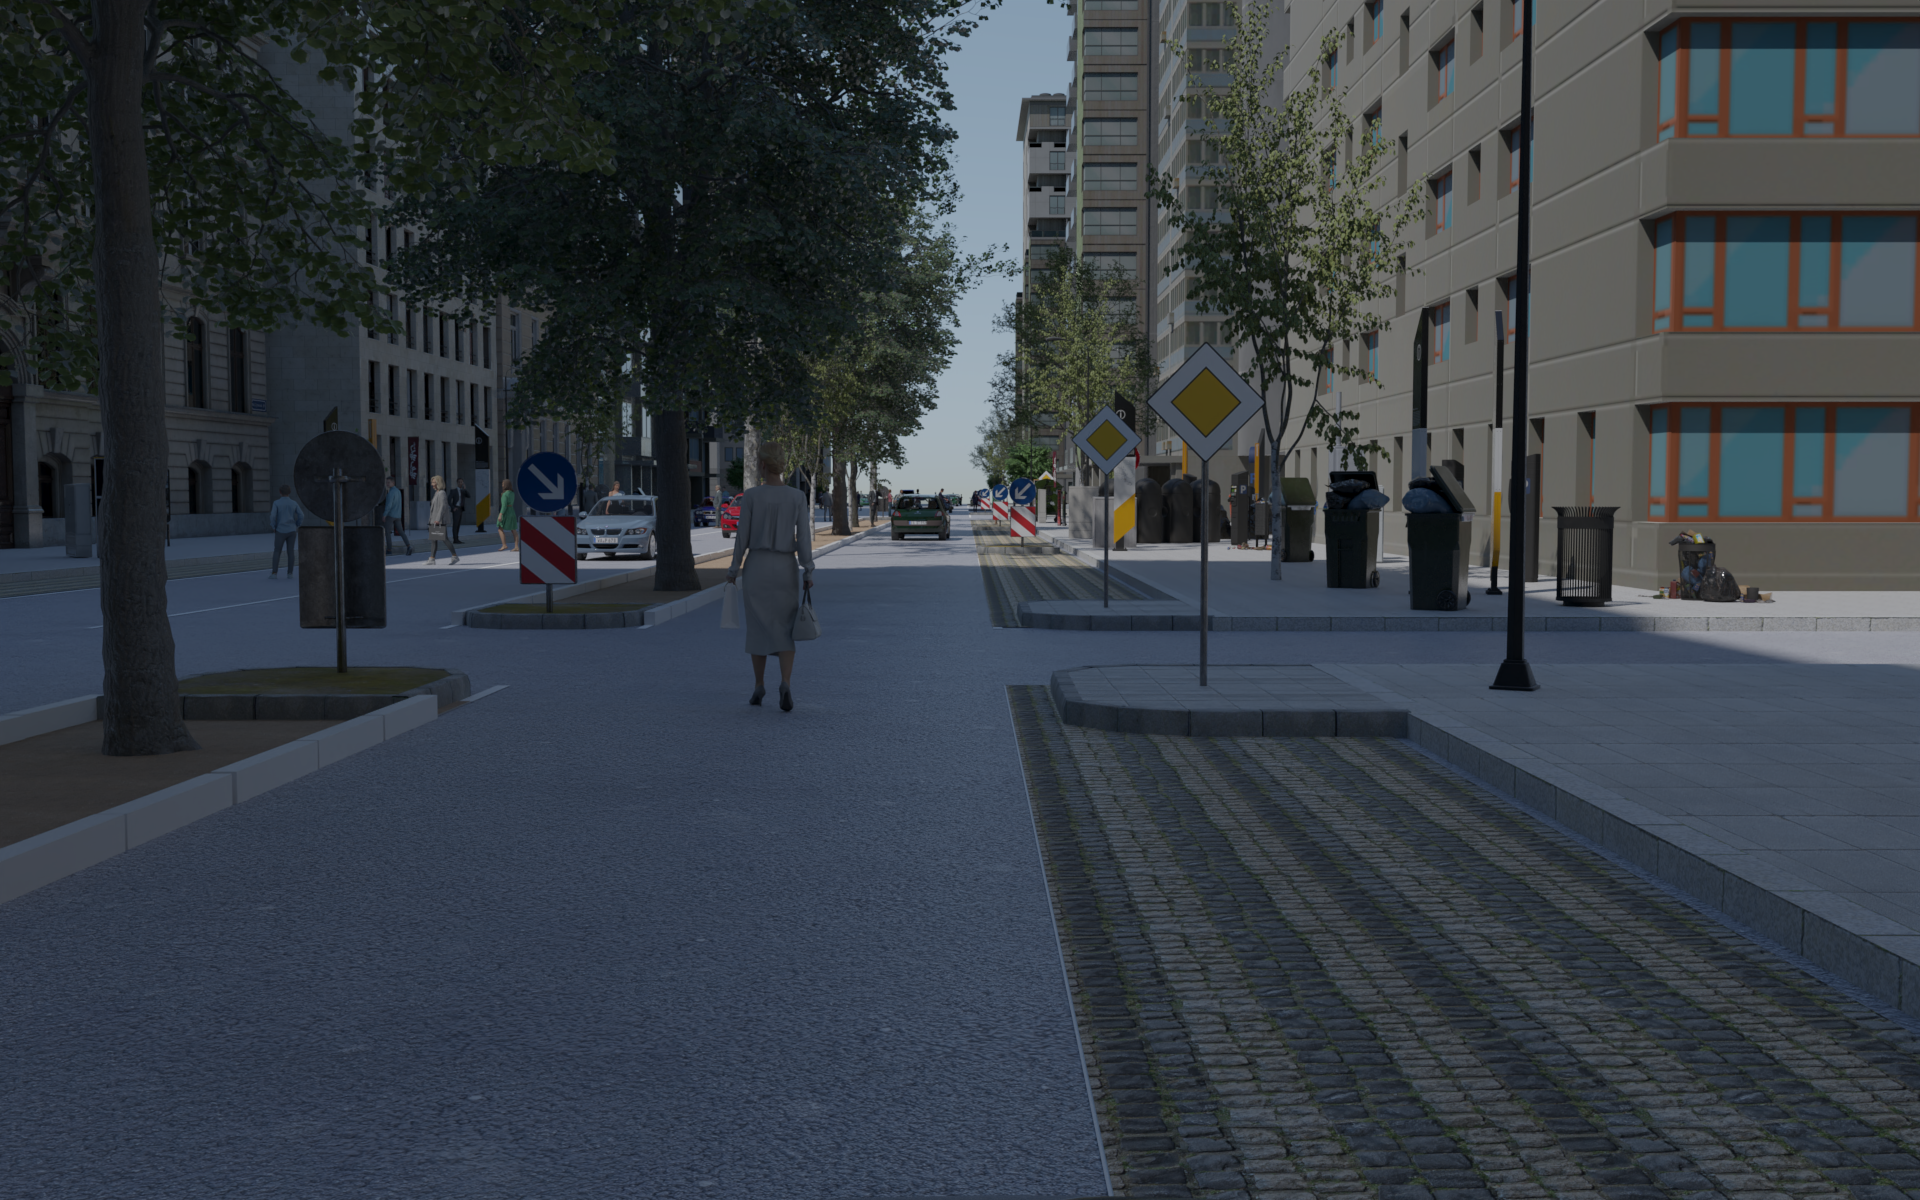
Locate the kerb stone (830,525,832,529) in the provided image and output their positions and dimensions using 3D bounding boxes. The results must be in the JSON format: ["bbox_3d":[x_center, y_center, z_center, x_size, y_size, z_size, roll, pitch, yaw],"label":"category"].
[{"bbox_3d":[-5.328,-2.897,69.569,0.120,0.150,1.000,0,4,0],"label":"kerb stone"}]

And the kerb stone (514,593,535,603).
[{"bbox_3d":[-5.473,0.049,21.398,0.120,0.150,1.000,0,4,0],"label":"kerb stone"}]

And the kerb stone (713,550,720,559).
[{"bbox_3d":[-5.425,-0.954,37.801,0.120,0.150,1.000,0,4,0],"label":"kerb stone"}]

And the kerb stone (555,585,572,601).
[{"bbox_3d":[-5.463,-0.073,23.458,0.120,0.150,1.000,0,4,0],"label":"kerb stone"}]

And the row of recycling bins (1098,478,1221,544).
[{"bbox_3d":[5.269,-2.334,45.272,3.534,1.692,1.069,-2,4,-25],"label":"row of recycling bins"}]

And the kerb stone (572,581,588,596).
[{"bbox_3d":[-5.466,-0.136,24.480,0.120,0.150,1.000,0,4,0],"label":"kerb stone"}]

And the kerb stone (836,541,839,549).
[{"bbox_3d":[-3.303,-1.390,44.965,0.120,0.150,1.000,0,4,0],"label":"kerb stone"}]

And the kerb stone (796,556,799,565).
[{"bbox_3d":[-3.325,-0.890,36.778,0.120,0.150,1.000,0,4,0],"label":"kerb stone"}]

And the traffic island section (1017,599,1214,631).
[{"bbox_3d":[1.670,0.165,19.586,2.009,0.180,2.903,0,4,0],"label":"traffic island section"}]

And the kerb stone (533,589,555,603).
[{"bbox_3d":[-5.463,-0.013,22.430,0.120,0.150,1.000,0,4,0],"label":"kerb stone"}]

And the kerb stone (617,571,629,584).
[{"bbox_3d":[-5.461,-0.328,27.555,0.120,0.150,1.000,0,4,0],"label":"kerb stone"}]

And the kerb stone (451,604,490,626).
[{"bbox_3d":[-5.473,0.174,19.345,0.120,0.150,1.000,0,4,0],"label":"kerb stone"}]

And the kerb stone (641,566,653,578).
[{"bbox_3d":[-5.446,-0.452,29.610,0.120,0.150,1.000,0,4,0],"label":"kerb stone"}]

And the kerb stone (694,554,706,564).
[{"bbox_3d":[-5.433,-0.829,35.755,0.120,0.150,1.000,0,4,0],"label":"kerb stone"}]

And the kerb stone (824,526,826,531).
[{"bbox_3d":[-5.346,-2.707,66.495,0.120,0.150,1.000,0,4,0],"label":"kerb stone"}]

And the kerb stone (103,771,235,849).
[{"bbox_3d":[-3.411,0.904,7.473,0.120,0.150,1.000,0,4,0],"label":"kerb stone"}]

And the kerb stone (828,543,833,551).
[{"bbox_3d":[-3.308,-1.268,42.921,0.120,0.150,1.000,0,4,0],"label":"kerb stone"}]

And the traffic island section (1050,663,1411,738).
[{"bbox_3d":[1.648,0.653,11.601,2.009,0.180,2.903,0,4,0],"label":"traffic island section"}]

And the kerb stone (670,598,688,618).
[{"bbox_3d":[-3.369,0.111,20.385,0.120,0.150,1.000,0,4,0],"label":"kerb stone"}]

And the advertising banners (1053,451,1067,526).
[{"bbox_3d":[4.020,-4.511,69.940,0.090,3.025,2.074,-1,4,-11],"label":"advertising banners"}]

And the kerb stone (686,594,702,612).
[{"bbox_3d":[-3.359,0.056,21.414,0.120,0.150,1.000,0,4,0],"label":"kerb stone"}]

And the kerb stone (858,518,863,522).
[{"bbox_3d":[-5.273,-4.338,93.125,0.120,0.150,1.000,0,4,0],"label":"kerb stone"}]

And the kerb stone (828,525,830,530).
[{"bbox_3d":[-5.342,-2.835,68.547,0.120,0.150,1.000,0,4,0],"label":"kerb stone"}]

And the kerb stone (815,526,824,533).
[{"bbox_3d":[-5.347,-2.647,65.467,0.120,0.150,1.000,0,4,0],"label":"kerb stone"}]

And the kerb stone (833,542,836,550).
[{"bbox_3d":[-3.308,-1.330,43.943,0.120,0.150,1.000,0,4,0],"label":"kerb stone"}]

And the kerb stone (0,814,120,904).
[{"bbox_3d":[-3.409,0.963,6.444,0.120,0.150,1.000,0,4,0],"label":"kerb stone"}]

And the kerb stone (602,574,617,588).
[{"bbox_3d":[-5.449,-0.263,26.524,0.120,0.150,1.000,0,4,0],"label":"kerb stone"}]

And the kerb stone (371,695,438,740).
[{"bbox_3d":[-3.400,0.711,10.566,0.120,0.150,1.000,0,4,0],"label":"kerb stone"}]

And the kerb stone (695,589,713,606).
[{"bbox_3d":[-3.363,-0.012,22.436,0.120,0.150,1.000,0,4,0],"label":"kerb stone"}]

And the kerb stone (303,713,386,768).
[{"bbox_3d":[-3.402,0.775,9.532,0.120,0.150,1.000,0,4,0],"label":"kerb stone"}]

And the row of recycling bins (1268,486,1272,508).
[{"bbox_3d":[12.150,-3.136,58.386,3.534,1.692,1.069,1,4,19],"label":"row of recycling bins"}]

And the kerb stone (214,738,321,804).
[{"bbox_3d":[-3.400,0.837,8.504,0.120,0.150,1.000,0,4,0],"label":"kerb stone"}]

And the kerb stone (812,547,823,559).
[{"bbox_3d":[-3.314,-1.071,39.847,0.120,0.150,1.000,0,4,0],"label":"kerb stone"}]

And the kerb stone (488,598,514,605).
[{"bbox_3d":[-5.468,0.111,20.376,0.120,0.150,1.000,0,4,0],"label":"kerb stone"}]

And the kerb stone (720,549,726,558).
[{"bbox_3d":[-5.425,-1.004,38.824,0.120,0.150,1.000,0,4,0],"label":"kerb stone"}]

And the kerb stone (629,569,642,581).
[{"bbox_3d":[-5.446,-0.389,28.583,0.120,0.150,1.000,0,4,0],"label":"kerb stone"}]

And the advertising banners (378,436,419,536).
[{"bbox_3d":[-17.202,-3.474,52.995,2.074,3.025,0.090,2,4,34],"label":"advertising banners"}]

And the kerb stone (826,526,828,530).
[{"bbox_3d":[-5.340,-2.771,67.525,0.120,0.150,1.000,0,4,0],"label":"kerb stone"}]

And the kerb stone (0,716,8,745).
[{"bbox_3d":[-5.493,0.776,9.559,0.120,0.150,1.000,0,4,0],"label":"kerb stone"}]

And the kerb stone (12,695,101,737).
[{"bbox_3d":[-5.505,0.711,10.581,0.120,0.150,1.000,0,4,0],"label":"kerb stone"}]

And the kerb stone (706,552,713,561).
[{"bbox_3d":[-5.432,-0.892,36.779,0.120,0.150,1.000,0,4,0],"label":"kerb stone"}]

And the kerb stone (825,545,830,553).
[{"bbox_3d":[-3.313,-1.201,41.893,0.120,0.150,1.000,0,4,0],"label":"kerb stone"}]

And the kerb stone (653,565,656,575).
[{"bbox_3d":[-5.441,-0.516,30.632,0.120,0.150,1.000,0,4,0],"label":"kerb stone"}]

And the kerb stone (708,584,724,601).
[{"bbox_3d":[-3.361,-0.077,23.460,0.120,0.150,1.000,0,4,0],"label":"kerb stone"}]

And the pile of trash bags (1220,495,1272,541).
[{"bbox_3d":[7.885,-2.418,49.287,1.912,1.369,3.447,0,4,5],"label":"pile of trash bags"}]

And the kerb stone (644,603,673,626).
[{"bbox_3d":[-3.378,0.174,19.357,0.120,0.150,1.000,0,4,0],"label":"kerb stone"}]

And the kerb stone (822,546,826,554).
[{"bbox_3d":[-3.319,-1.140,40.868,0.120,0.150,1.000,0,4,0],"label":"kerb stone"}]

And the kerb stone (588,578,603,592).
[{"bbox_3d":[-5.461,-0.202,25.502,0.120,0.150,1.000,0,4,0],"label":"kerb stone"}]

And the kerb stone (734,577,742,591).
[{"bbox_3d":[-3.358,-0.203,25.507,0.120,0.150,1.000,0,4,0],"label":"kerb stone"}]

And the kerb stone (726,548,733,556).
[{"bbox_3d":[-5.417,-1.079,39.845,0.120,0.150,1.000,0,4,0],"label":"kerb stone"}]

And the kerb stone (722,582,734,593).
[{"bbox_3d":[-3.360,-0.140,24.485,0.120,0.150,1.000,0,4,0],"label":"kerb stone"}]
